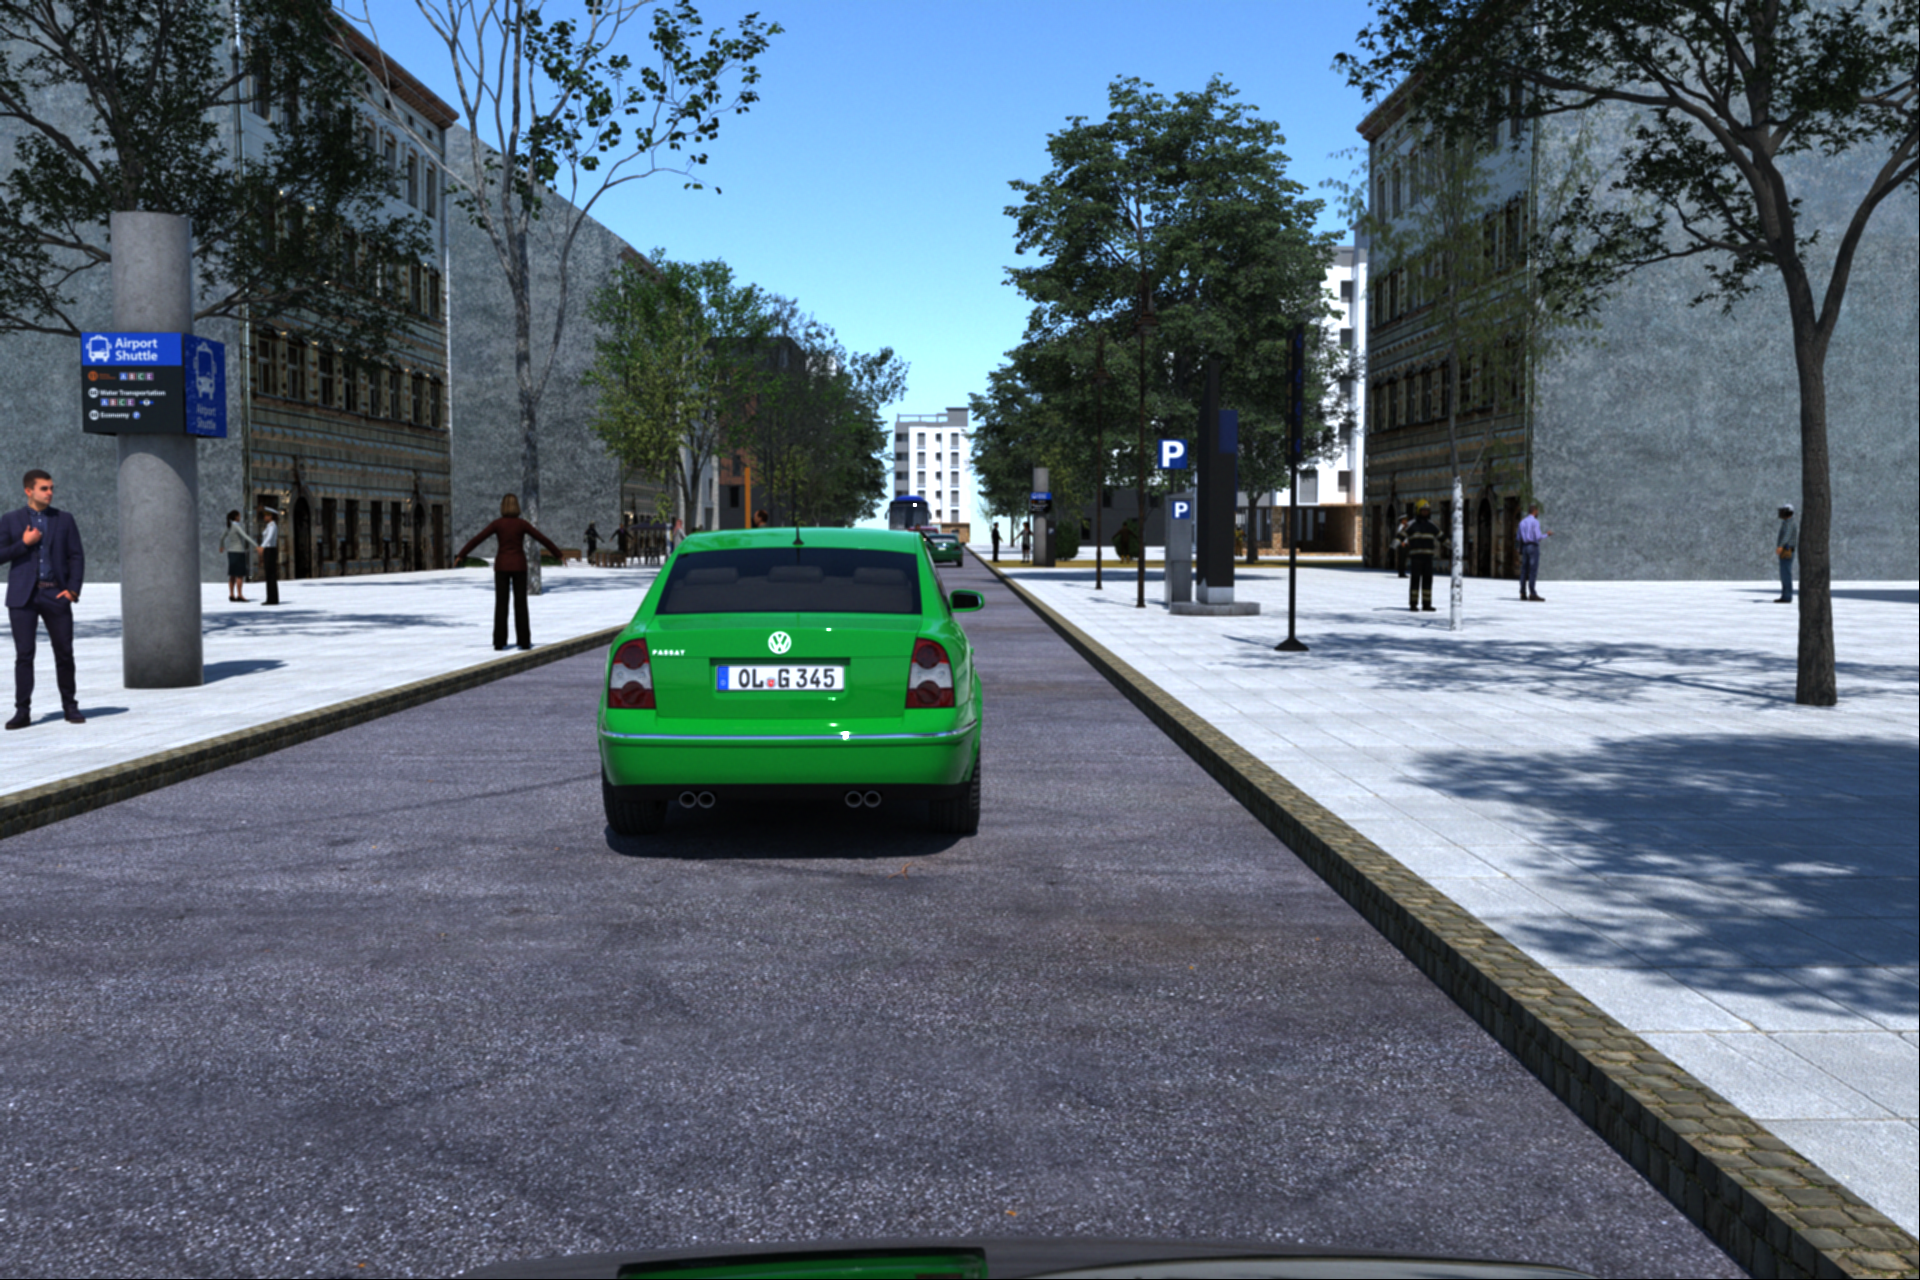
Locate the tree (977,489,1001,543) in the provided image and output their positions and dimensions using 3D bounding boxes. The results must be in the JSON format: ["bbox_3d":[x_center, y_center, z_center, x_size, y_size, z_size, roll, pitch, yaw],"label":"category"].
[{"bbox_3d":[4.983,-19.061,262.003,4.360,8.622,3.978,0,3,0],"label":"tree"}]

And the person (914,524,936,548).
[{"bbox_3d":[-1.546,-3.366,63.684,1.347,1.806,0.705,0,4,-8],"label":"person"}]

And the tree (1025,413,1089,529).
[{"bbox_3d":[5.497,-9.187,100.572,4.360,8.622,3.978,0,3,0],"label":"tree"}]

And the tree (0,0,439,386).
[{"bbox_3d":[-9.893,-5.283,20.784,7.601,10.594,8.767,-1,4,-13],"label":"tree"}]

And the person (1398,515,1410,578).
[{"bbox_3d":[13.025,-2.754,50.814,0.704,1.855,1.343,1,4,22],"label":"person"}]

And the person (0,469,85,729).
[{"bbox_3d":[-6.161,-0.284,11.598,0.541,1.710,0.530,-1,4,-22],"label":"person"}]

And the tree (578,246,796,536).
[{"bbox_3d":[-9.737,-8.343,62.158,9.928,11.665,9.643,0,3,0],"label":"tree"}]

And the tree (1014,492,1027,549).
[{"bbox_3d":[4.836,-12.223,150.204,4.360,8.622,3.978,0,3,0],"label":"tree"}]

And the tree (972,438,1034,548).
[{"bbox_3d":[5.165,-14.670,165.612,9.928,11.665,9.643,0,3,0],"label":"tree"}]

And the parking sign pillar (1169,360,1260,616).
[{"bbox_3d":[4.069,-2.392,27.576,1.447,3.967,1.447,0,4,-1],"label":"parking sign pillar"}]

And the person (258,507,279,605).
[{"bbox_3d":[-12.573,-1.524,31.380,0.721,1.778,1.216,-1,4,-15],"label":"person"}]

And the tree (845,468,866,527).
[{"bbox_3d":[-18.703,-21.635,260.383,9.857,13.997,8.962,0,3,0],"label":"tree"}]

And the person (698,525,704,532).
[{"bbox_3d":[-14.460,-5.534,96.604,0.705,1.813,1.348,2,4,29],"label":"person"}]

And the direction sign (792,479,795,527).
[{"bbox_3d":[-6.832,-4.837,71.082,0.379,3.537,0.876,0,4,2],"label":"direction sign"}]

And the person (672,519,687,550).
[{"bbox_3d":[-9.952,-3.391,61.594,0.704,1.811,1.347,-3,4,-37],"label":"person"}]

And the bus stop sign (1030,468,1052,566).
[{"bbox_3d":[3.205,-4.888,68.935,0.837,3.901,0.837,0,3,0],"label":"bus stop sign"}]

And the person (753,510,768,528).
[{"bbox_3d":[-3.027,-1.071,26.243,0.705,1.796,1.348,1,4,14],"label":"person"}]

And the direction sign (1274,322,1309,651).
[{"bbox_3d":[3.658,-1.651,18.998,0.379,3.537,0.876,0,4,0],"label":"direction sign"}]

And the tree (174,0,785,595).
[{"bbox_3d":[-9.781,-10.928,34.560,12.611,20.169,13.585,0,3,0],"label":"tree"}]

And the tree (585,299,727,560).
[{"bbox_3d":[-9.269,-6.305,53.446,4.737,8.622,4.395,0,3,0],"label":"tree"}]

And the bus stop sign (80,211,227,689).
[{"bbox_3d":[-6.726,-1.560,14.518,0.837,3.901,0.837,0,4,-1],"label":"bus stop sign"}]

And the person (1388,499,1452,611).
[{"bbox_3d":[7.674,-1.405,28.741,1.351,1.858,0.704,-1,4,-15],"label":"person"}]

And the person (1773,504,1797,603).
[{"bbox_3d":[15.417,-1.624,32.386,0.704,1.849,1.345,2,4,28],"label":"person"}]

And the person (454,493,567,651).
[{"bbox_3d":[-4.973,-0.757,19.182,1.215,1.729,0.721,-1,4,-14],"label":"person"}]

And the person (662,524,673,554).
[{"bbox_3d":[-15.368,-5.247,91.763,0.705,1.833,1.349,-3,5,-39],"label":"person"}]

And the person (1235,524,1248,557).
[{"bbox_3d":[15.895,-5.679,98.619,1.354,1.858,0.705,2,4,34],"label":"person"}]

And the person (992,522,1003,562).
[{"bbox_3d":[1.669,-4.478,79.146,0.705,1.837,1.347,-1,4,-16],"label":"person"}]

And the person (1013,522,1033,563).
[{"bbox_3d":[2.896,-4.316,76.705,1.345,1.843,0.704,3,5,43],"label":"person"}]

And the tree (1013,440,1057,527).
[{"bbox_3d":[5.880,-10.672,124.851,4.360,8.622,3.978,0,3,0],"label":"tree"}]

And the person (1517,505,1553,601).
[{"bbox_3d":[11.050,-1.670,33.221,0.599,1.838,0.709,-1,4,-21],"label":"person"}]

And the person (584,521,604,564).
[{"bbox_3d":[-15.669,-4.165,73.875,0.705,1.856,1.354,2,4,25],"label":"person"}]

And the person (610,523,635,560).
[{"bbox_3d":[-16.388,-4.756,83.983,1.346,1.802,0.704,-3,4,-38],"label":"person"}]

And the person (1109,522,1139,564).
[{"bbox_3d":[7.189,-4.242,75.500,1.346,1.812,0.704,0,4,-2],"label":"person"}]

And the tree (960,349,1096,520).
[{"bbox_3d":[5.127,-12.731,114.813,9.857,13.997,8.962,0,3,0],"label":"tree"}]

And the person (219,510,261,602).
[{"bbox_3d":[-13.600,-1.583,32.715,1.217,1.735,0.721,2,4,32],"label":"person"}]

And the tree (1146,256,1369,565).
[{"bbox_3d":[12.313,-9.898,72.204,12.009,13.543,11.850,0,3,0],"label":"tree"}]

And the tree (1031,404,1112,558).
[{"bbox_3d":[5.742,-8.623,91.347,4.737,8.622,4.395,0,3,0],"label":"tree"}]

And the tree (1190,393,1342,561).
[{"bbox_3d":[14.480,-9.145,83.928,8.767,10.594,7.601,2,4,24],"label":"tree"}]
